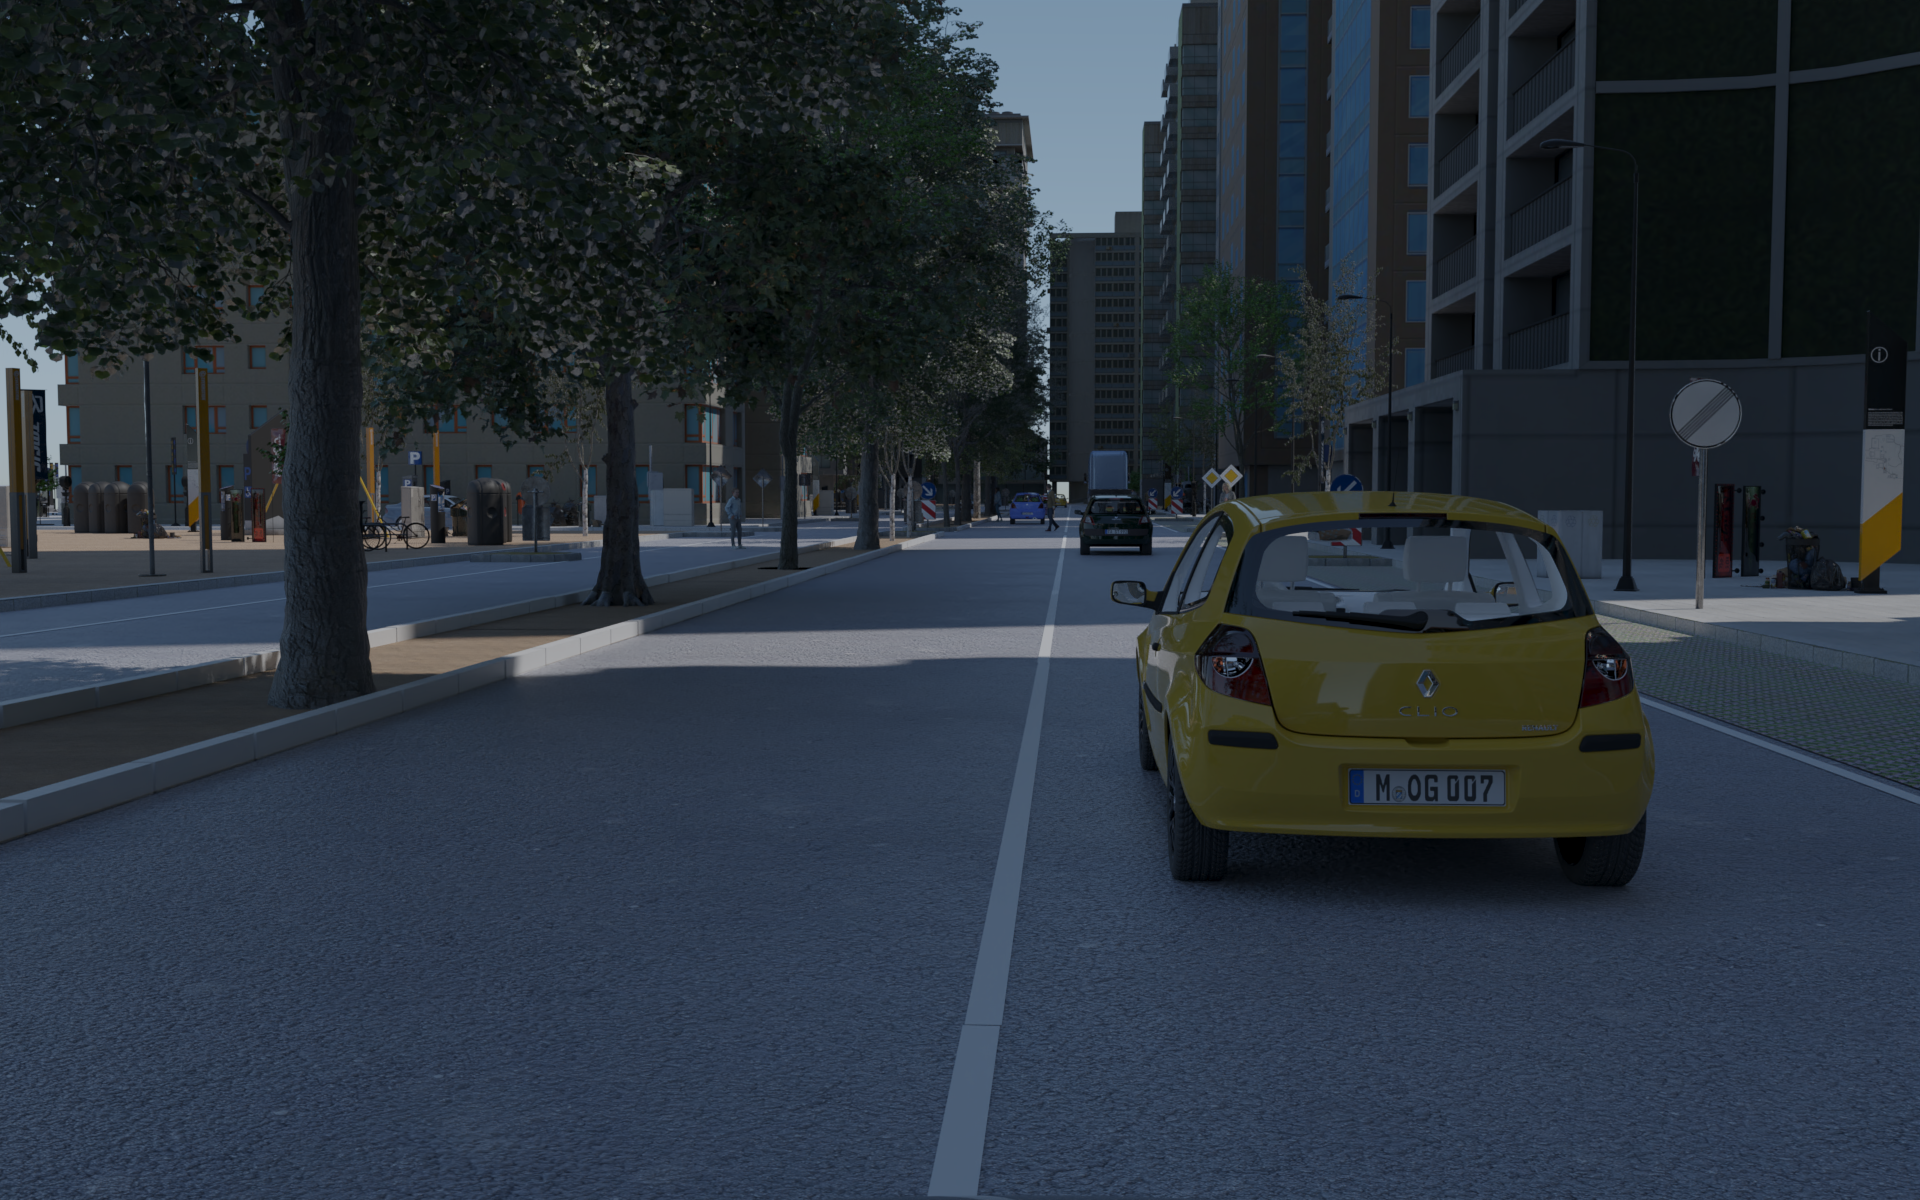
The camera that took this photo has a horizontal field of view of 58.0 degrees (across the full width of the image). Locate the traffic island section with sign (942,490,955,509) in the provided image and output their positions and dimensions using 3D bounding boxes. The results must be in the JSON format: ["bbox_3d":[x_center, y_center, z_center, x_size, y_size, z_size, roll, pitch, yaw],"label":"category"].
[{"bbox_3d":[-0.717,-9.802,168.895,1.989,1.847,2.006,0,4,4],"label":"traffic island section with sign"}]

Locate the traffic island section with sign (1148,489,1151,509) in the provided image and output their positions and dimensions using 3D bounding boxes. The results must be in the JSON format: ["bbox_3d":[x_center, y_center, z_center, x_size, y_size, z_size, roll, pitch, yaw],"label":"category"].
[{"bbox_3d":[12.980,-6.683,117.891,1.989,1.847,2.006,0,4,4],"label":"traffic island section with sign"}]

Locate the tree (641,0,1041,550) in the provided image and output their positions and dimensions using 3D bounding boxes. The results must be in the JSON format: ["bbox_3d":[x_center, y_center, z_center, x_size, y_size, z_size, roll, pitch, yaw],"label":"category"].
[{"bbox_3d":[-2.388,-8.263,44.220,9.857,13.997,8.962,0,3,0],"label":"tree"}]

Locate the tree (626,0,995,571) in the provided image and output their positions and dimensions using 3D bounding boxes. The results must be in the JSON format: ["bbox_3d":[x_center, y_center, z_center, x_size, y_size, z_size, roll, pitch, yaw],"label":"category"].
[{"bbox_3d":[-3.139,-6.365,32.277,9.928,11.665,9.643,0,3,0],"label":"tree"}]

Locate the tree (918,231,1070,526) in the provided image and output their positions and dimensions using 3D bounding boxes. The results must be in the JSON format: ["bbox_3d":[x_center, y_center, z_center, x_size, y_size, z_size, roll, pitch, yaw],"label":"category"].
[{"bbox_3d":[-0.088,-10.147,78.738,12.009,13.543,11.850,0,3,0],"label":"tree"}]

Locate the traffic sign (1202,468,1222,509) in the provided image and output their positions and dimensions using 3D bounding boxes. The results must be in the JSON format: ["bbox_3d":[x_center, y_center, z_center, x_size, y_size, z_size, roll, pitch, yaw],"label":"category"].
[{"bbox_3d":[9.576,-3.807,65.890,0.795,2.450,0.064,0,4,4],"label":"traffic sign"}]

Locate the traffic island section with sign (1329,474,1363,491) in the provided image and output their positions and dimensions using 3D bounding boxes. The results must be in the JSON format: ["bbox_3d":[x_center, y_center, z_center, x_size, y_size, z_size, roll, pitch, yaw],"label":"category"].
[{"bbox_3d":[7.604,-1.621,35.128,1.989,1.847,2.006,0,4,4],"label":"traffic island section with sign"}]

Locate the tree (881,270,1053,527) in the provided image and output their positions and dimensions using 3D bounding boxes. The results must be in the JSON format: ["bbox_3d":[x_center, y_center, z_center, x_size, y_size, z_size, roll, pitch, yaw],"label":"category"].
[{"bbox_3d":[-0.470,-8.078,68.945,8.767,10.594,7.601,0,4,4],"label":"tree"}]

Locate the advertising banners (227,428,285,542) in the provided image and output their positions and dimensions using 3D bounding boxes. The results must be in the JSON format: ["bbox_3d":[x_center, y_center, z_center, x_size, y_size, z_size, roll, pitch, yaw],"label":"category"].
[{"bbox_3d":[-18.699,-3.051,46.074,2.074,3.025,0.090,2,4,23],"label":"advertising banners"}]

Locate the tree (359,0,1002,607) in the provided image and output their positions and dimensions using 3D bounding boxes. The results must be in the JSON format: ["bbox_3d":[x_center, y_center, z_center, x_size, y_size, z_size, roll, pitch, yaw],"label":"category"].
[{"bbox_3d":[-4.365,-6.279,22.120,9.611,12.733,9.660,0,3,0],"label":"tree"}]

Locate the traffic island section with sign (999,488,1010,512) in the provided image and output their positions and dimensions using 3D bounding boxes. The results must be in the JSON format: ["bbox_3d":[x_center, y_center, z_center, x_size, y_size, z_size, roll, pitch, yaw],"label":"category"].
[{"bbox_3d":[3.677,-8.145,141.304,2.006,1.907,1.989,0,4,4],"label":"traffic island section with sign"}]

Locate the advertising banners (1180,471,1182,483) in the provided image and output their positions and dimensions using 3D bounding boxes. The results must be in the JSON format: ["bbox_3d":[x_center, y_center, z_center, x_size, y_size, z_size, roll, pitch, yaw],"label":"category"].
[{"bbox_3d":[16.645,-8.144,129.350,0.090,3.025,2.074,1,4,21],"label":"advertising banners"}]

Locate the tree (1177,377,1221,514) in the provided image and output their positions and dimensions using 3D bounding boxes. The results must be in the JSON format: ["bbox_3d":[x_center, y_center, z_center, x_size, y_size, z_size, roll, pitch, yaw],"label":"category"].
[{"bbox_3d":[15.613,-9.679,108.609,4.360,8.622,3.978,0,3,0],"label":"tree"}]

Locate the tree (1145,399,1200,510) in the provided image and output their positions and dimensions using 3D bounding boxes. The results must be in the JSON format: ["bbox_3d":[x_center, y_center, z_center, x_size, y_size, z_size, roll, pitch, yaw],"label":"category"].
[{"bbox_3d":[16.570,-11.314,135.346,4.737,8.622,4.395,0,3,0],"label":"tree"}]

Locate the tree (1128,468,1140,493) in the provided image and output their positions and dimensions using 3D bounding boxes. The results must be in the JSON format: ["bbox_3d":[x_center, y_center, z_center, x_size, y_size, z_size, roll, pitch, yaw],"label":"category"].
[{"bbox_3d":[22.342,-14.343,218.216,4.285,4.588,4.351,0,3,0],"label":"tree"}]

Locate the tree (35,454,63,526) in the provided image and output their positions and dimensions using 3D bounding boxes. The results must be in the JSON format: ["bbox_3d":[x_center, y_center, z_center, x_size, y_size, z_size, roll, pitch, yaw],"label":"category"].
[{"bbox_3d":[-37.811,-4.667,70.908,1.663,3.219,1.824,0,3,0],"label":"tree"}]

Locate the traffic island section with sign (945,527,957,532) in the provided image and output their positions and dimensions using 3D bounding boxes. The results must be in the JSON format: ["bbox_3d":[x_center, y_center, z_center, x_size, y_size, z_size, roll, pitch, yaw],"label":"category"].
[{"bbox_3d":[-1.178,-3.559,66.322,2.006,1.907,1.989,0,4,4],"label":"traffic island section with sign"}]

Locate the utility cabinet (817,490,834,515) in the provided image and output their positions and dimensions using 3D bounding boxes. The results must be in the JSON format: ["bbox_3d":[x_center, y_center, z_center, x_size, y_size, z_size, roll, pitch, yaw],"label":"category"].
[{"bbox_3d":[-8.083,-5.778,103.157,1.173,1.500,0.318,2,4,28],"label":"utility cabinet"}]

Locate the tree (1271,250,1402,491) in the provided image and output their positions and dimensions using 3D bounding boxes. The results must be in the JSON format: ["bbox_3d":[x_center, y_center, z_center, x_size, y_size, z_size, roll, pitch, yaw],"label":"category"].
[{"bbox_3d":[11.383,-6.293,53.256,4.360,8.622,3.978,0,3,0],"label":"tree"}]

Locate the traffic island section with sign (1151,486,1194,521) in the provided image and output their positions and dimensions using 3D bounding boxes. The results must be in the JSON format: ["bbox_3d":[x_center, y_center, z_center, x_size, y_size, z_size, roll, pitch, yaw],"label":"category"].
[{"bbox_3d":[11.240,-5.038,90.992,1.989,1.847,2.006,0,4,4],"label":"traffic island section with sign"}]

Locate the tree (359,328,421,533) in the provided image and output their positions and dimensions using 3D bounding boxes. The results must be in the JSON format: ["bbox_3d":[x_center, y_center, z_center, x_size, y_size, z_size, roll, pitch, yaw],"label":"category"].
[{"bbox_3d":[-19.252,-6.540,57.285,4.360,8.622,3.978,0,3,0],"label":"tree"}]

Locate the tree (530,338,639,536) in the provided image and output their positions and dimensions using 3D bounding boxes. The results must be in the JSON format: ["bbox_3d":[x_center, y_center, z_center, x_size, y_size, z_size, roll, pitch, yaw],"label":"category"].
[{"bbox_3d":[-11.434,-6.247,52.508,4.360,8.622,3.978,0,3,0],"label":"tree"}]

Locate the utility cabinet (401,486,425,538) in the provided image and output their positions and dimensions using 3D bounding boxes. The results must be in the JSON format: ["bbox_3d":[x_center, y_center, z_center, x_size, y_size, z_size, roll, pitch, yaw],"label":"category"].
[{"bbox_3d":[-15.819,-2.535,50.132,0.318,1.500,1.173,0,4,0],"label":"utility cabinet"}]

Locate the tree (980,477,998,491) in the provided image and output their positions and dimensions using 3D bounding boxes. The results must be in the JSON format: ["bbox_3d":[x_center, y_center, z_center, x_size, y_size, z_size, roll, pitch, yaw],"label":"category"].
[{"bbox_3d":[2.599,-10.732,128.284,4.360,8.622,3.978,0,3,0],"label":"tree"}]

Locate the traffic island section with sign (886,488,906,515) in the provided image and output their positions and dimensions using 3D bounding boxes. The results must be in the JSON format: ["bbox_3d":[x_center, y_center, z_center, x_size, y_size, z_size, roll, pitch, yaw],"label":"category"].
[{"bbox_3d":[-3.981,-6.729,118.654,1.989,1.847,2.006,0,4,4],"label":"traffic island section with sign"}]

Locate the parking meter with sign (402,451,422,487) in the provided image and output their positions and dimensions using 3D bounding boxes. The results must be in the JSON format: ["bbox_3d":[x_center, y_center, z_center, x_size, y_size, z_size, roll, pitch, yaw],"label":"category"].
[{"bbox_3d":[-22.194,-4.499,69.816,0.543,3.016,1.738,0,4,0],"label":"parking meter with sign"}]

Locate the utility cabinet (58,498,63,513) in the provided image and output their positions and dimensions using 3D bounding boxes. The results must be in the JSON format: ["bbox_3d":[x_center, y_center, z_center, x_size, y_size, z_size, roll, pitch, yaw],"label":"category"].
[{"bbox_3d":[-62.371,-6.672,120.243,0.306,1.237,1.020,-3,5,-40],"label":"utility cabinet"}]

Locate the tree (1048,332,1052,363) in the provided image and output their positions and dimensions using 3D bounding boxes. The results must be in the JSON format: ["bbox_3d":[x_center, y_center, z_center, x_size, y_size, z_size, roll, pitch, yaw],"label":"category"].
[{"bbox_3d":[0.284,-11.047,89.735,9.857,13.997,8.962,0,3,0],"label":"tree"}]

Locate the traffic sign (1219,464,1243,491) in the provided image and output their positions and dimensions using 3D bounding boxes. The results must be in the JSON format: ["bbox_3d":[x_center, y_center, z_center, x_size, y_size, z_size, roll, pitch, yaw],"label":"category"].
[{"bbox_3d":[9.059,-3.320,57.921,0.795,2.450,0.064,0,4,4],"label":"traffic sign"}]

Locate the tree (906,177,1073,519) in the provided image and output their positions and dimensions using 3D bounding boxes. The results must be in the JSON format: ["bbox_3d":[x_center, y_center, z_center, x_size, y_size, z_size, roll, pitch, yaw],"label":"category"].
[{"bbox_3d":[-0.183,-14.836,100.913,12.611,20.169,13.585,0,3,0],"label":"tree"}]

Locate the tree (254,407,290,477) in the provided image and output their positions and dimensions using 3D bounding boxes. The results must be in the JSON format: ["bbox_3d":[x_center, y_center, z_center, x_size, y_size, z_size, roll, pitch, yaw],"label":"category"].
[{"bbox_3d":[-12.435,-2.375,33.432,1.663,3.219,1.824,0,3,0],"label":"tree"}]

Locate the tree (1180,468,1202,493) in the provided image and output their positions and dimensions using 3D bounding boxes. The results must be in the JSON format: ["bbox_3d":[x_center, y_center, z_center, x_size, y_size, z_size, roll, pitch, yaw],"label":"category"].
[{"bbox_3d":[16.963,-8.101,127.047,1.663,3.219,1.824,0,3,0],"label":"tree"}]

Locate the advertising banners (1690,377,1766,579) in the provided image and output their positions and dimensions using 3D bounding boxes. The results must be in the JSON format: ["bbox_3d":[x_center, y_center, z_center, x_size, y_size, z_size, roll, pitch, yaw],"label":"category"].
[{"bbox_3d":[11.699,-1.851,26.447,2.074,3.025,0.090,-2,4,-35],"label":"advertising banners"}]

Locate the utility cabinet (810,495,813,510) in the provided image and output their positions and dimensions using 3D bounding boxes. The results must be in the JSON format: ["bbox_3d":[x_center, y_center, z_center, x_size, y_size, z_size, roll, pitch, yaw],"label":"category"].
[{"bbox_3d":[-11.667,-7.906,140.420,1.020,1.237,0.306,1,4,10],"label":"utility cabinet"}]

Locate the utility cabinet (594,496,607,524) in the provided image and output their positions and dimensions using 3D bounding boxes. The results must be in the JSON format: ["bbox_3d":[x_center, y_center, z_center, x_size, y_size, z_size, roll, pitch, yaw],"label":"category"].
[{"bbox_3d":[-14.556,-3.684,71.396,1.020,1.237,0.306,0,4,-7],"label":"utility cabinet"}]

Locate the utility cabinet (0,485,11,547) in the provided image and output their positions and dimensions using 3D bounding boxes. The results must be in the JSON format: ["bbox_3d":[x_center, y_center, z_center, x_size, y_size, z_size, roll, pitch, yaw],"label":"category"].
[{"bbox_3d":[-23.107,-2.016,41.636,1.173,1.500,0.318,2,4,32],"label":"utility cabinet"}]

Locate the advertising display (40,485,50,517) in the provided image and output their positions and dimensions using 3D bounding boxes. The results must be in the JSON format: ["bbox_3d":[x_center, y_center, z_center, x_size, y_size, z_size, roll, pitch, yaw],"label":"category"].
[{"bbox_3d":[-50.677,-5.546,95.898,0.974,1.923,0.123,3,5,39],"label":"advertising display"}]

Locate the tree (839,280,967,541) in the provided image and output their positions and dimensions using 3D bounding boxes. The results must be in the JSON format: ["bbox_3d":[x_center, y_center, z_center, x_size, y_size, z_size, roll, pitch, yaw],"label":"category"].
[{"bbox_3d":[-1.666,-6.364,56.865,4.360,8.622,3.978,0,3,0],"label":"tree"}]

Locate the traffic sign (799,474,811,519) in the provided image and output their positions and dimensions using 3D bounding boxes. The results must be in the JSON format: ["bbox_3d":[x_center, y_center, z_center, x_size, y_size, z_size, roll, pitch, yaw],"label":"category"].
[{"bbox_3d":[-7.976,-5.310,88.941,0.606,2.300,0.079,0,4,6],"label":"traffic sign"}]

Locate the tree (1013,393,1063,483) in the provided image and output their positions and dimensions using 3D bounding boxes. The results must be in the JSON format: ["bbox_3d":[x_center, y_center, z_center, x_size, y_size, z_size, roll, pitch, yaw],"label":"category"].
[{"bbox_3d":[2.354,-12.252,119.777,9.611,12.733,9.660,0,3,0],"label":"tree"}]

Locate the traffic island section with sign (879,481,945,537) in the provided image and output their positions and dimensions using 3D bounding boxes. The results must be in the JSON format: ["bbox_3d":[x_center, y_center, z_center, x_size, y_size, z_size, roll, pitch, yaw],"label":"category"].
[{"bbox_3d":[-1.668,-3.107,58.931,2.006,1.907,1.989,0,4,4],"label":"traffic island section with sign"}]

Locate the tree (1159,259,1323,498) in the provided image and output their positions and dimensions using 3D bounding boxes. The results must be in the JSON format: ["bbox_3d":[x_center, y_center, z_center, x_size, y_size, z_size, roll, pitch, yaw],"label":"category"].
[{"bbox_3d":[12.518,-9.278,77.449,9.928,11.665,9.643,0,3,0],"label":"tree"}]

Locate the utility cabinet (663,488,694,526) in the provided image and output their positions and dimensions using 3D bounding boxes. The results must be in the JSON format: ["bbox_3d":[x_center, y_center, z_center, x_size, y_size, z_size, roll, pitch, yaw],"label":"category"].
[{"bbox_3d":[-11.091,-3.649,68.347,1.173,1.500,0.318,1,4,12],"label":"utility cabinet"}]

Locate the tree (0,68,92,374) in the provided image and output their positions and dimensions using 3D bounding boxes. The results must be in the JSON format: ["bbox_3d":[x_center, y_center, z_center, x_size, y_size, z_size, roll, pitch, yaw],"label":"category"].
[{"bbox_3d":[-12.948,-4.366,21.743,4.737,8.622,4.395,0,3,0],"label":"tree"}]

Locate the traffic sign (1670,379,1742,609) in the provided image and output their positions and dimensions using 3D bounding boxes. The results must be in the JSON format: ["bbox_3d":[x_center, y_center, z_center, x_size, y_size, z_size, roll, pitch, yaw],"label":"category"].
[{"bbox_3d":[8.266,-1.173,19.287,0.768,2.556,0.104,0,4,6],"label":"traffic sign"}]

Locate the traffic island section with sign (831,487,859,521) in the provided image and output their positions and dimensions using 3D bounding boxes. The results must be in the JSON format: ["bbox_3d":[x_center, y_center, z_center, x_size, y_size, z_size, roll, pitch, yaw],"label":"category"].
[{"bbox_3d":[-5.739,-5.076,91.617,1.989,1.847,2.006,0,4,4],"label":"traffic island section with sign"}]

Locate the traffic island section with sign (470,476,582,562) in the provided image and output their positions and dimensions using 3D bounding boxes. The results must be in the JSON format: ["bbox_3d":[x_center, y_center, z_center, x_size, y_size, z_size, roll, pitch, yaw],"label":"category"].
[{"bbox_3d":[-9.262,-1.753,37.291,1.989,1.847,2.006,0,4,4],"label":"traffic island section with sign"}]

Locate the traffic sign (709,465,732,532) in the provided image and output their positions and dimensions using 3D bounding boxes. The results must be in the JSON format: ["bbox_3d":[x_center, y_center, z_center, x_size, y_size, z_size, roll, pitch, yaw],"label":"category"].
[{"bbox_3d":[-8.148,-3.389,59.054,0.795,2.450,0.064,0,4,4],"label":"traffic sign"}]

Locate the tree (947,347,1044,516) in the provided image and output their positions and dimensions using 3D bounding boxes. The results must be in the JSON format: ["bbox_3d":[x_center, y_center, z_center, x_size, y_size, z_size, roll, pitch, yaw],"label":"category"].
[{"bbox_3d":[1.681,-11.657,111.175,7.486,12.596,7.792,0,3,0],"label":"tree"}]

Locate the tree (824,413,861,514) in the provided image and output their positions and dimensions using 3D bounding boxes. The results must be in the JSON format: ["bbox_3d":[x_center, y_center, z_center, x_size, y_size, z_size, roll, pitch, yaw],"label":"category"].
[{"bbox_3d":[-7.216,-9.900,112.227,4.737,8.622,4.395,0,3,0],"label":"tree"}]
